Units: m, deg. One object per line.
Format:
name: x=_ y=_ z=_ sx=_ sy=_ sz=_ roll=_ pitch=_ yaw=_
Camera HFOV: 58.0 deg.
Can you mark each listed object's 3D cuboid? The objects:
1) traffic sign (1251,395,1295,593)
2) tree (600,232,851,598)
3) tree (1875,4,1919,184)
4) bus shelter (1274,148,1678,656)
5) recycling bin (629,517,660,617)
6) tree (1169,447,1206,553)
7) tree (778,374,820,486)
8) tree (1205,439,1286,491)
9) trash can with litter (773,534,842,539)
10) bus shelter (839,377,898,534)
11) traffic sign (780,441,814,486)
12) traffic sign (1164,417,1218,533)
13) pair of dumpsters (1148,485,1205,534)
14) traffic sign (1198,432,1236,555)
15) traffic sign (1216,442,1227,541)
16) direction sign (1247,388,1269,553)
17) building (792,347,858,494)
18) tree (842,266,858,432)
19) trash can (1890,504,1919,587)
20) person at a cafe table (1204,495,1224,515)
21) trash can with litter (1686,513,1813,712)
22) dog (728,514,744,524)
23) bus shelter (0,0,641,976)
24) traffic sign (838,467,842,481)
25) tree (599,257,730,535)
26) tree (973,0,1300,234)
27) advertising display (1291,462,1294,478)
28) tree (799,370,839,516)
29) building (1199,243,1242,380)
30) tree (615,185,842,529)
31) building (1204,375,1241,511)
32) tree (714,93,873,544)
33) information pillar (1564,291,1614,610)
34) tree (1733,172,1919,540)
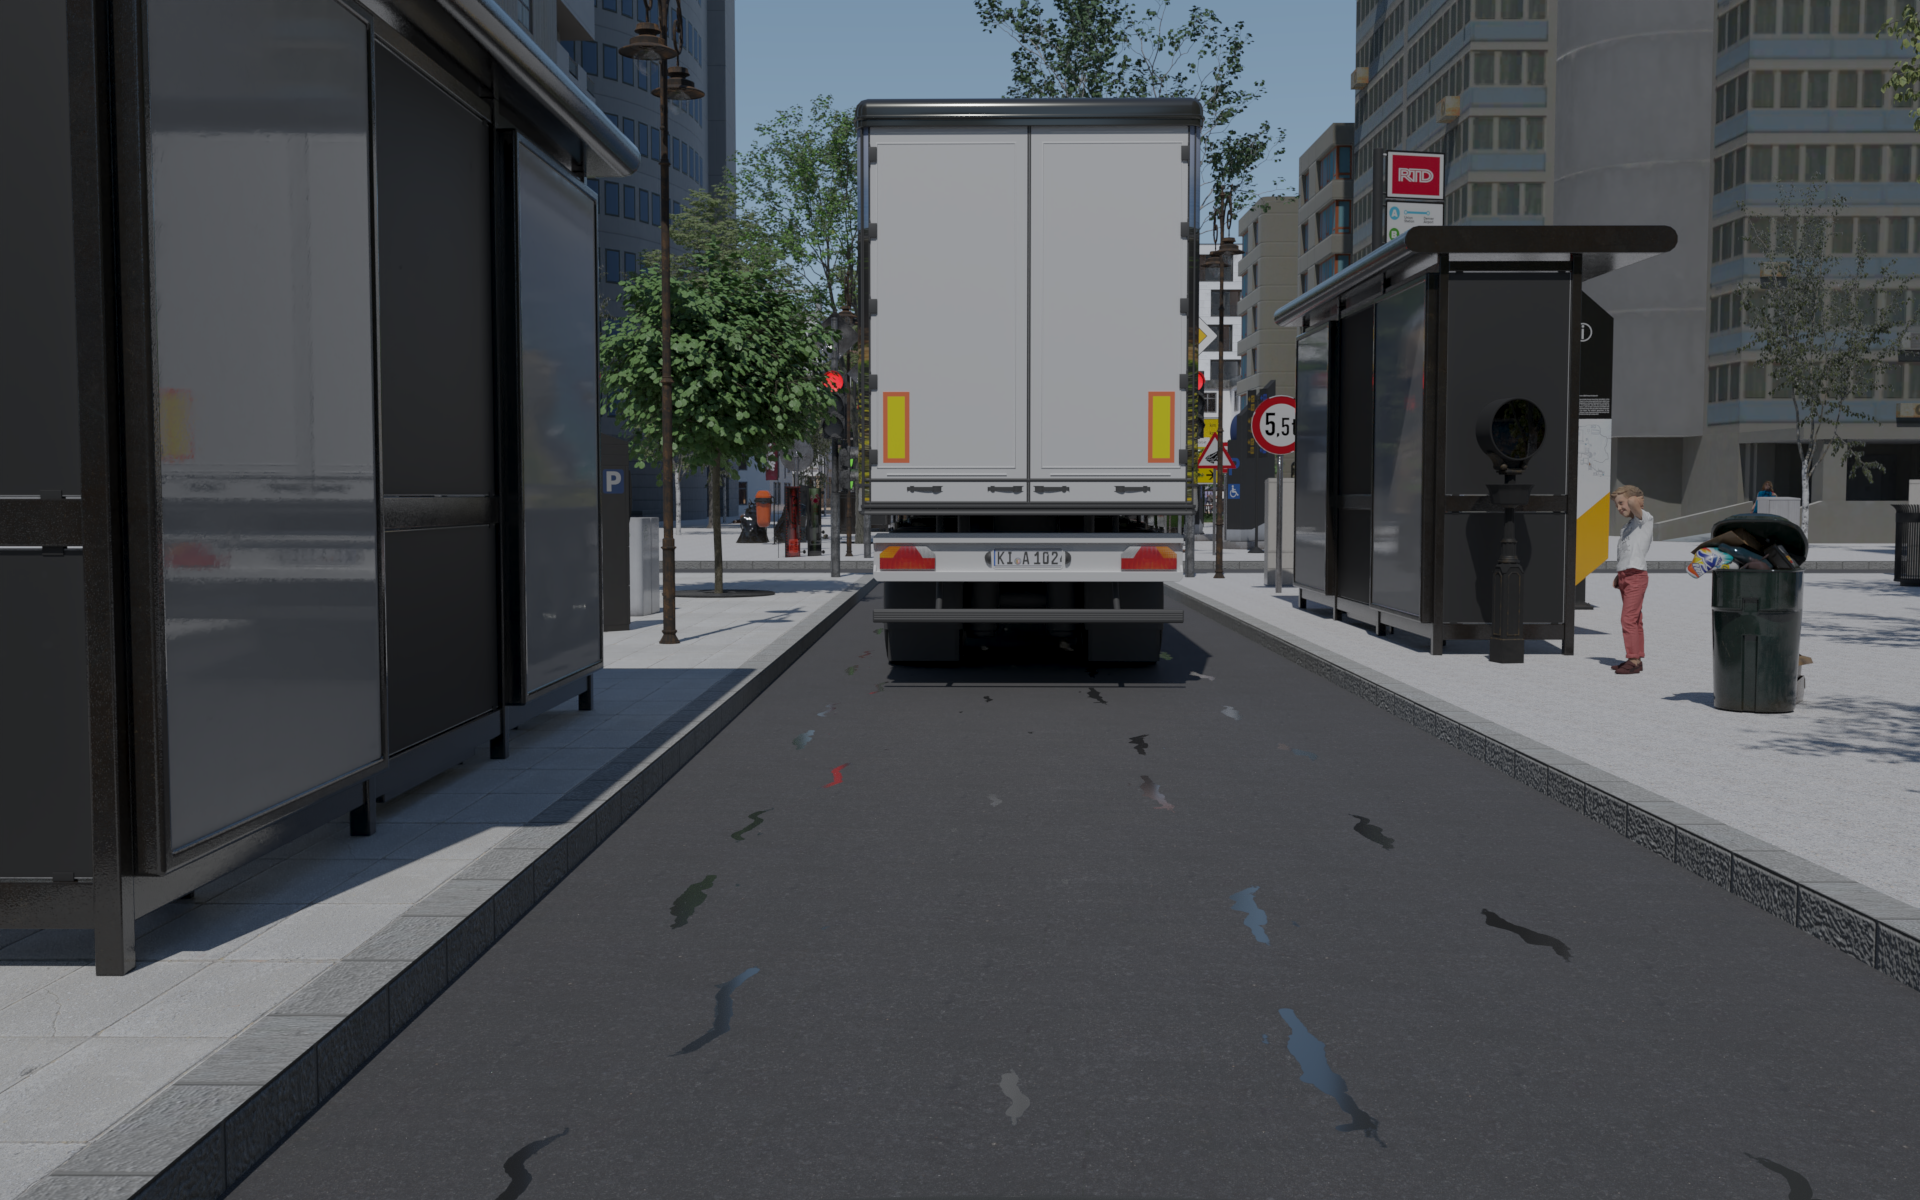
traffic sign: x=4.137 y=-1.364 z=22.402 sx=0.768 sy=2.556 sz=0.104 roll=0 pitch=4 yaw=2
tree: x=-3.115 y=-2.342 z=22.005 sx=4.285 sy=4.588 sz=4.351 roll=0 pitch=3 yaw=0
tree: x=12.485 y=-4.203 z=19.075 sx=4.737 sy=8.622 sz=4.395 roll=0 pitch=3 yaw=0
bus shelter: x=4.588 y=-2.460 z=17.857 sx=2.179 sy=5.291 sz=8.768 roll=0 pitch=4 yaw=1
recycling bin: x=-3.647 y=-0.363 z=18.486 sx=0.722 sy=1.027 sz=0.722 roll=0 pitch=4 yaw=6
tree: x=4.566 y=-2.672 z=38.284 sx=1.663 sy=3.219 sz=1.824 roll=0 pitch=3 yaw=0
tree: x=-9.042 y=-8.759 z=93.573 sx=4.737 sy=8.622 sz=4.395 roll=0 pitch=3 yaw=0
tree: x=13.883 y=-6.107 z=83.562 sx=4.285 sy=4.588 sz=4.351 roll=0 pitch=3 yaw=0
trash can with litter: x=-4.365 y=-2.357 z=49.590 sx=2.233 sy=1.210 sz=1.678 roll=3 pitch=5 yaw=40
bus shelter: x=-3.182 y=-5.002 z=59.411 sx=2.179 sy=5.291 sz=8.768 roll=0 pitch=4 yaw=0
traffic sign: x=-3.704 y=-2.396 z=39.280 sx=0.768 sy=2.556 sz=0.104 roll=0 pitch=4 yaw=1
traffic sign: x=5.802 y=-3.193 z=46.077 sx=2.265 sy=3.308 sz=0.079 roll=1 pitch=4 yaw=10
pair of dumpsters: x=6.336 y=-2.967 z=51.002 sx=1.574 sy=2.255 sz=4.437 roll=0 pitch=4 yaw=1
traffic sign: x=5.316 y=-2.213 z=36.184 sx=0.884 sy=2.594 sz=0.081 roll=0 pitch=4 yaw=5
traffic sign: x=6.463 y=-2.574 z=42.185 sx=0.768 sy=2.556 sz=0.104 roll=1 pitch=4 yaw=10
direction sign: x=6.440 y=-2.785 z=37.536 sx=0.379 sy=3.537 sz=0.876 roll=-1 pitch=4 yaw=-19
building: x=-9.607 y=-22.927 z=218.833 sx=32.646 sy=21.610 sz=27.936 roll=0 pitch=4 yaw=0
tree: x=-2.857 y=-9.588 z=74.895 sx=7.486 sy=12.596 sz=7.792 roll=0 pitch=3 yaw=0
trash can: x=13.350 y=-0.761 z=24.097 sx=0.748 sy=1.137 sz=0.748 roll=0 pitch=3 yaw=0
person at a cafe table: x=12.392 y=-4.832 z=89.868 sx=1.698 sy=1.238 sz=1.726 roll=2 pitch=4 yaw=35
trash can with litter: x=4.808 y=0.055 z=10.490 sx=0.624 sy=1.170 sz=1.055 roll=2 pitch=4 yaw=32
dog: x=-9.645 y=-3.514 z=75.189 sx=0.748 sy=0.427 sz=0.550 roll=1 pitch=4 yaw=18
bus shelter: x=-3.007 y=-1.729 z=5.905 sx=2.179 sy=5.291 sz=8.768 roll=0 pitch=4 yaw=0
traffic sign: x=-5.310 y=-4.850 z=79.410 sx=0.768 sy=2.556 sz=0.104 roll=1 pitch=4 yaw=8
tree: x=-8.638 y=-6.311 z=53.543 sx=4.360 sy=8.622 sz=3.978 roll=0 pitch=3 yaw=0
tree: x=5.497 y=-12.556 z=61.178 sx=12.611 sy=20.169 sz=13.585 roll=0 pitch=3 yaw=0
advertising display: x=6.951 y=-1.760 z=33.995 sx=0.974 sy=1.923 sz=0.123 roll=3 pitch=4 yaw=38
tree: x=-8.990 y=-9.476 z=105.293 sx=4.360 sy=8.622 sz=3.978 roll=0 pitch=3 yaw=0
building: x=30.462 y=-19.184 z=157.628 sx=27.936 sy=21.610 sz=32.646 roll=0 pitch=4 yaw=0
tree: x=-8.769 y=-8.936 z=64.229 sx=7.486 sy=12.596 sz=7.792 roll=0 pitch=3 yaw=0
building: x=20.597 y=-11.340 z=127.556 sx=9.099 sy=9.664 sz=28.070 roll=0 pitch=4 yaw=0
tree: x=-2.510 y=-7.263 z=44.506 sx=9.928 sy=11.665 sz=9.643 roll=0 pitch=3 yaw=0
information pillar: x=6.929 y=-1.700 z=19.147 sx=0.504 sy=3.616 sz=0.183 roll=0 pitch=4 yaw=3
tree: x=19.577 y=-5.462 z=39.663 sx=4.360 sy=8.622 sz=3.978 roll=0 pitch=3 yaw=0
